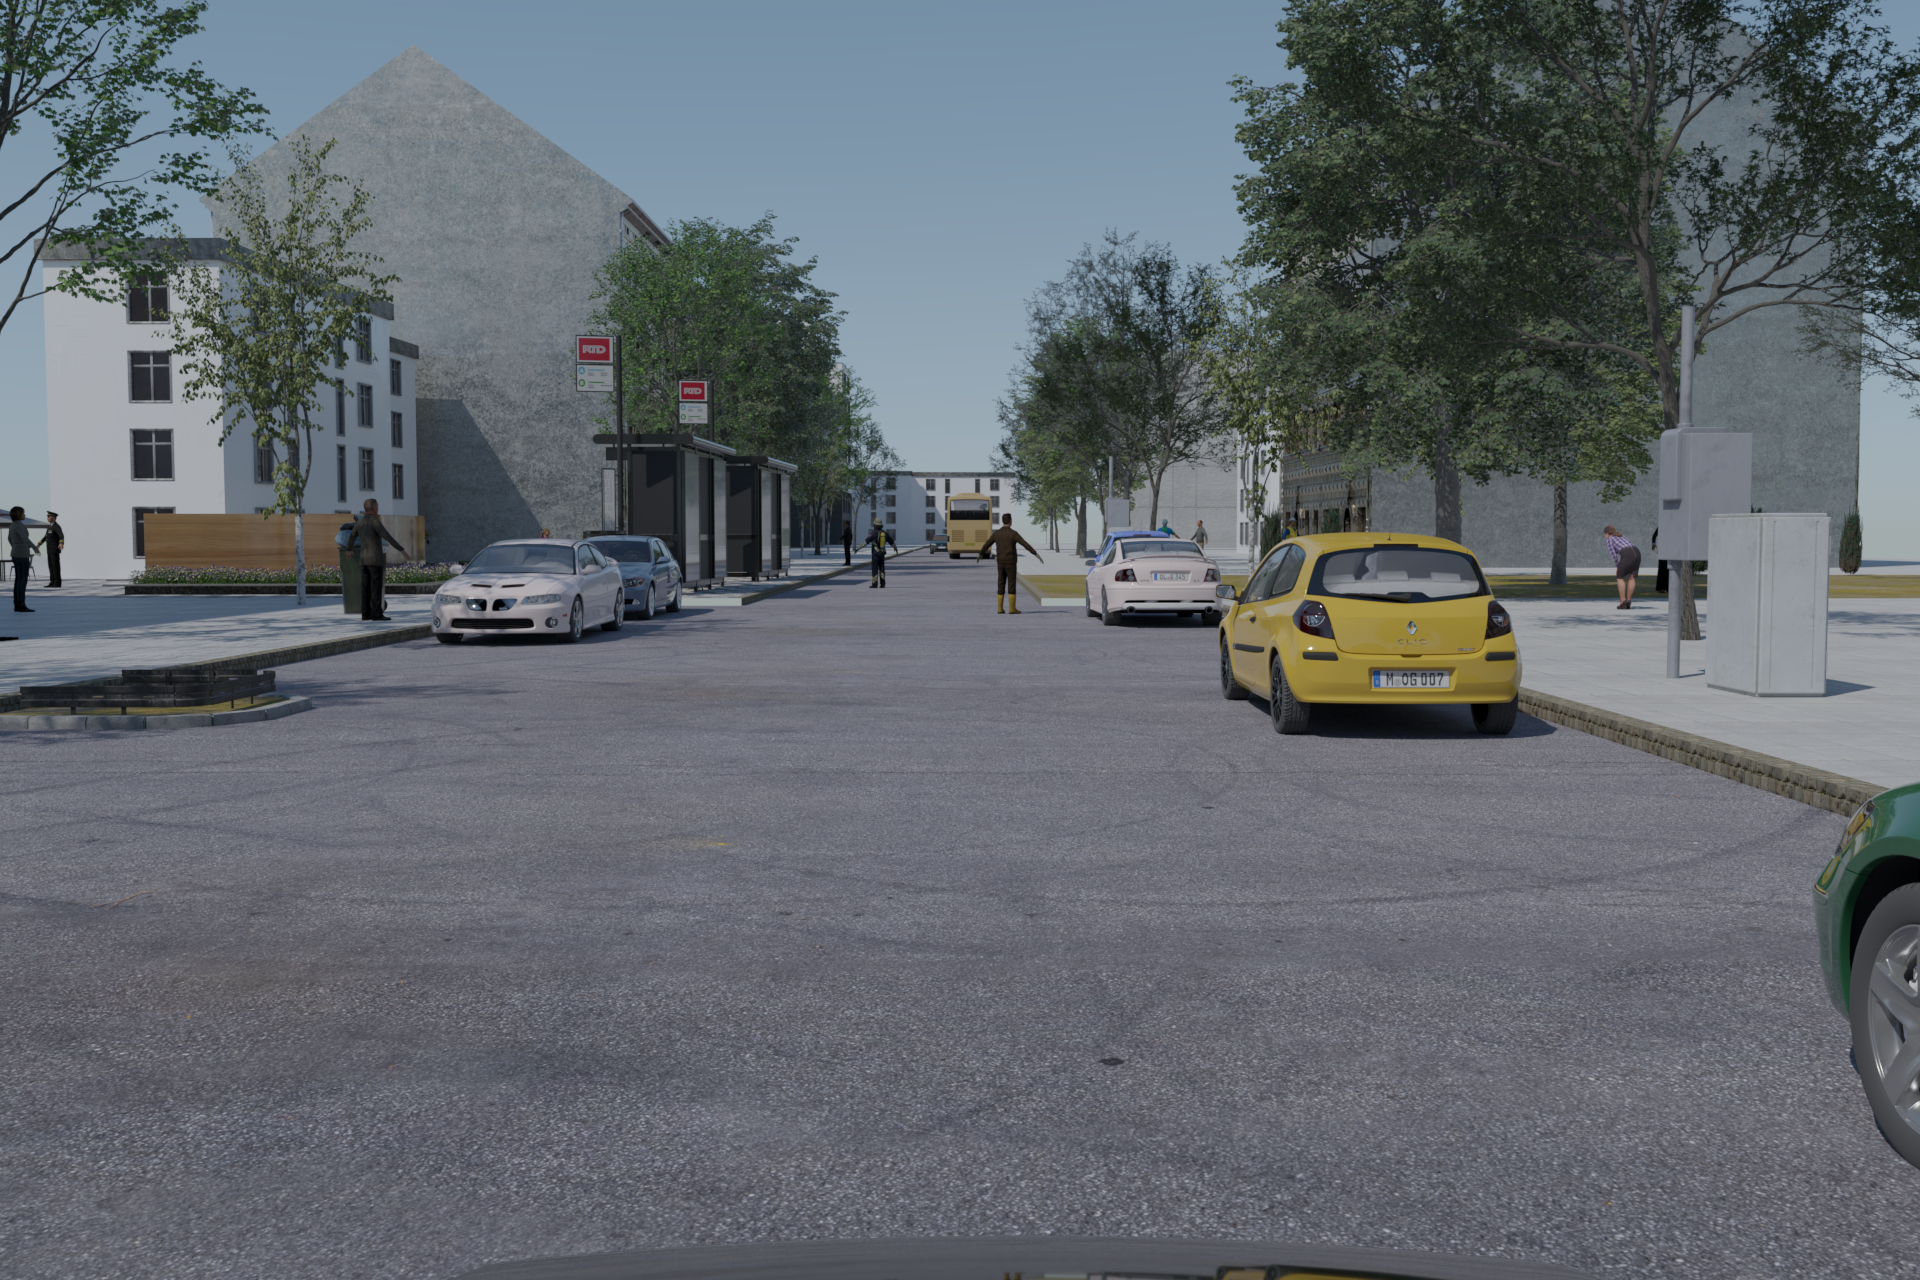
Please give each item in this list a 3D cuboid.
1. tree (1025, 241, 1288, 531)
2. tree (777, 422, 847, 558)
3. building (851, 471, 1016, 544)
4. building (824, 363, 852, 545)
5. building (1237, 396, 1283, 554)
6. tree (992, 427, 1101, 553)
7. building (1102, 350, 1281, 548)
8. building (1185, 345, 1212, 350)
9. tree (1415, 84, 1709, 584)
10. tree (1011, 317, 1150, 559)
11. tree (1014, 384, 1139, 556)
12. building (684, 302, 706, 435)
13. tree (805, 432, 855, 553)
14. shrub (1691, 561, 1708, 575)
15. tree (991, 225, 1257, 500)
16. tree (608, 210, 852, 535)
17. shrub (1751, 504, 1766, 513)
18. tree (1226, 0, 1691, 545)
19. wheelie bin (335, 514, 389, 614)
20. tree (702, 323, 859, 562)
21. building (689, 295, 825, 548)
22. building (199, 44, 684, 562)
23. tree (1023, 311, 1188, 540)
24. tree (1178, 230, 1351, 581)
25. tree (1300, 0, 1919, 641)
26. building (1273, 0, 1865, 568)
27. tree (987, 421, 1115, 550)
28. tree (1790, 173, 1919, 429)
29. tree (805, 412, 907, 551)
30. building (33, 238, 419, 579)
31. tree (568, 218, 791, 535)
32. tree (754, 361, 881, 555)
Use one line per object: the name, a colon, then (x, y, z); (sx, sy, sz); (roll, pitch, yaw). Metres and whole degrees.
tree: (6.223, -7.449, 56.205); (8.767, 10.594, 7.601); (0, 4, 5)
tree: (-8.246, -8.705, 92.691); (4.737, 8.622, 4.395); (0, 3, 0)
building: (-6.661, -17.473, 230.289); (28.070, 9.664, 9.099); (0, 4, -5)
building: (-27.989, -22.043, 204.380); (27.936, 21.610, 32.646); (0, 4, 1)
building: (23.291, -9.978, 105.284); (9.099, 9.664, 28.070); (0, 4, 1)
tree: (6.444, -11.289, 118.993); (7.601, 10.594, 8.767); (2, 4, 32)
building: (23.911, -18.881, 175.159); (16.747, 18.905, 31.486); (0, 4, 1)
building: (26.927, -22.882, 205.056); (19.493, 23.208, 18.063); (0, 4, 1)
tree: (15.252, -7.723, 44.405); (7.486, 12.596, 7.792); (0, 3, 0)
tree: (6.086, -10.557, 90.741); (7.486, 12.596, 7.792); (0, 3, 0)
tree: (7.093, -10.871, 103.499); (9.928, 11.665, 9.643); (0, 3, 0)
building: (-27.285, -15.058, 112.649); (16.747, 18.905, 31.486); (0, 4, 0)
tree: (-8.810, -10.118, 115.785); (4.360, 8.622, 3.978); (0, 3, 0)
shrub: (22.723, -3.023, 53.848); (1.690, 2.028, 1.600); (0, 3, 0)
tree: (6.584, -9.679, 68.623); (12.009, 13.543, 11.850); (0, 3, 0)
tree: (-9.038, -9.850, 67.696); (9.857, 13.997, 8.962); (0, 3, 0)
shrub: (17.604, -2.132, 38.896); (1.661, 2.075, 1.752); (0, 3, 0)
tree: (9.556, -7.751, 33.377); (9.857, 13.997, 8.962); (0, 3, 0)
wheelie bin: (-9.681, -1.230, 28.021); (0.693, 1.594, 0.980); (0, 4, 0)
tree: (-8.403, -9.465, 80.506); (9.928, 11.665, 9.643); (0, 3, 0)
building: (-28.092, -19.387, 160.955); (27.936, 21.610, 32.646); (0, 4, 1)
building: (-24.572, -15.684, 87.366); (19.493, 23.208, 18.063); (0, 4, 0)
tree: (6.719, -9.446, 80.195); (9.928, 11.665, 9.643); (0, 3, 0)
tree: (7.507, -5.664, 42.964); (4.737, 8.622, 4.395); (0, 3, 0)
tree: (8.692, -5.295, 20.987); (8.767, 10.594, 7.601); (-2, 4, -24)
building: (24.731, -14.871, 74.068); (19.493, 23.208, 18.063); (0, 3, 0)
tree: (7.289, -13.897, 137.582); (12.009, 13.543, 11.850); (0, 3, 0)
tree: (27.038, -8.205, 44.527); (12.009, 13.543, 11.850); (0, 3, 0)
tree: (-8.191, -12.150, 133.066); (8.767, 10.594, 7.601); (0, 4, 1)
building: (-25.161, -7.412, 63.341); (9.099, 9.664, 28.070); (0, 4, 1)
tree: (-9.278, -8.025, 56.967); (9.928, 11.665, 9.643); (0, 3, 0)
tree: (-8.643, -10.925, 104.381); (9.928, 11.665, 9.643); (0, 3, 0)
